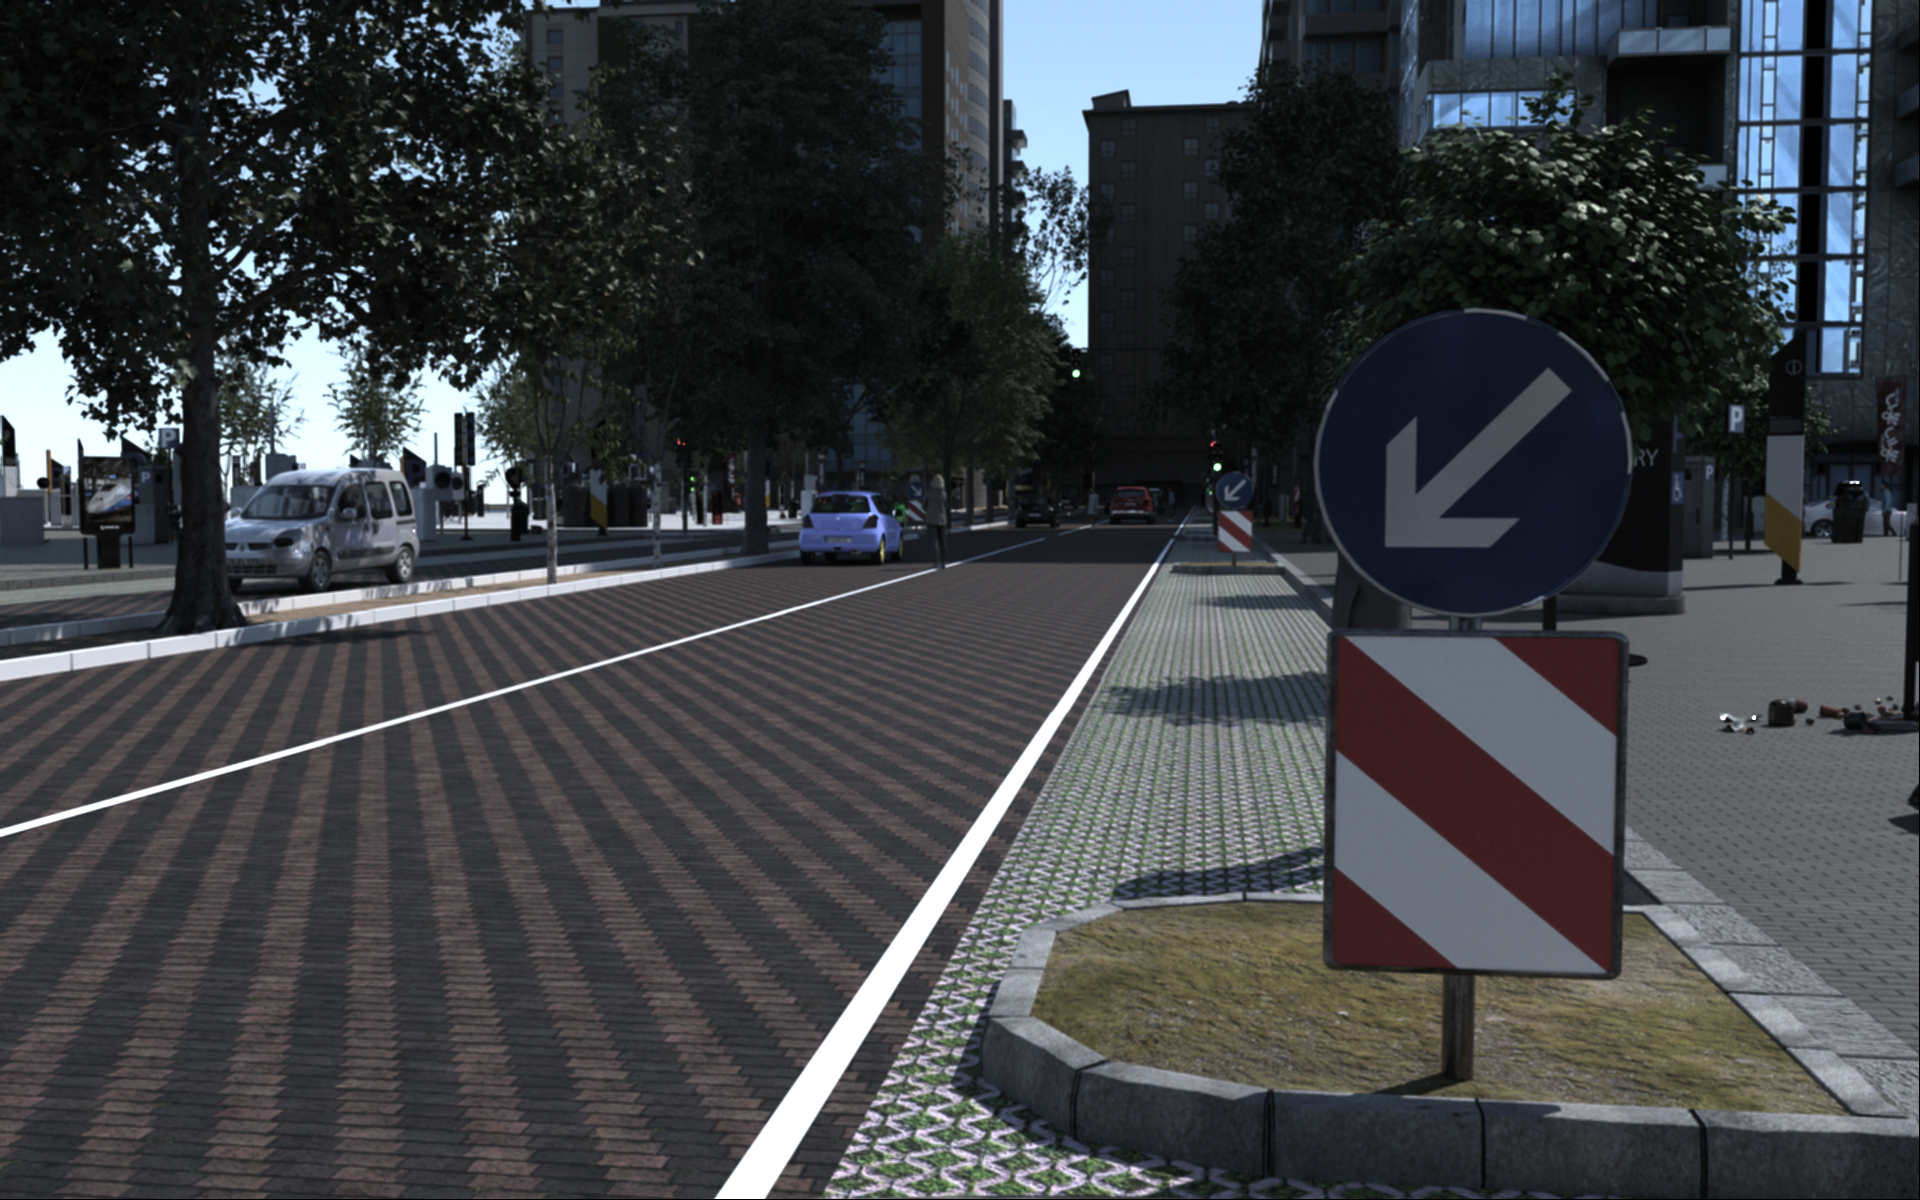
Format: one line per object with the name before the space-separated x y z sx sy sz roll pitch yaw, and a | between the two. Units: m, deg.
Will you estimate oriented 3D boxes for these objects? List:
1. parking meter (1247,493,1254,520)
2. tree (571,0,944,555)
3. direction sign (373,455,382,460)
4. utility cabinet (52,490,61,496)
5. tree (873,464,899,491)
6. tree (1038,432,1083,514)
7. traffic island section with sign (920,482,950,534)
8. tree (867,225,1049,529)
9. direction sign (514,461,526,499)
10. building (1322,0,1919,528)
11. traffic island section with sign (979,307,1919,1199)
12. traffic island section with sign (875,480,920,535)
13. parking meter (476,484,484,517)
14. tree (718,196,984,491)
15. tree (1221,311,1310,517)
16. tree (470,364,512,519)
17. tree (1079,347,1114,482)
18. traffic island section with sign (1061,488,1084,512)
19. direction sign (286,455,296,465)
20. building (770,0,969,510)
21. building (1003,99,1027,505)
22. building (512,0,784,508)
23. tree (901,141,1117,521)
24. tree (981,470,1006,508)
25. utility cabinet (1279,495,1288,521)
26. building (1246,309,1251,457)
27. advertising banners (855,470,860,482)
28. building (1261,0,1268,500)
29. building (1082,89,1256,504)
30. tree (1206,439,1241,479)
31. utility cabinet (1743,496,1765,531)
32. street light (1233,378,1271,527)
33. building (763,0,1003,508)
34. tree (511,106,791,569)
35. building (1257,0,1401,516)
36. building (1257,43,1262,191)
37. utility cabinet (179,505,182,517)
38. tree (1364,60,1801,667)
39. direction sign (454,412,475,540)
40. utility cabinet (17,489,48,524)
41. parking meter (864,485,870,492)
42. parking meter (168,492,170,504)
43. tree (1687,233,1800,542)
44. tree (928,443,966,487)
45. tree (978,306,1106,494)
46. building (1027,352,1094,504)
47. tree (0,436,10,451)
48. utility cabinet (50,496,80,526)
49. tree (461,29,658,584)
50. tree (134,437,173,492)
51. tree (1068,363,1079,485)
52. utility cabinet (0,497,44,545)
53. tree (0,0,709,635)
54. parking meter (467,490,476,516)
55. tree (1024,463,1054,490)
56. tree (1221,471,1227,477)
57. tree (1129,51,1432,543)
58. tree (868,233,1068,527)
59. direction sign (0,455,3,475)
parking meter | 14.278 -4.857 85.123 0.255 1.863 0.399 0 4 -5
tree | -4.818 -8.025 40.324 9.857 13.997 8.962 0 3 0
direction sign | -33.446 -6.573 99.472 0.379 3.537 0.876 2 4 32
utility cabinet | -45.009 -4.741 86.199 1.173 1.500 0.318 2 4 29
tree | -4.698 -6.942 108.106 1.663 3.219 1.824 0 3 0
tree | 7.253 -10.491 124.350 4.737 8.622 4.395 0 3 0
traffic island section with sign | -1.470 -3.328 62.551 2.006 1.907 1.989 0 4 8
tree | -0.428 -8.433 66.092 9.928 11.665 9.643 0 3 0
direction sign | -29.954 -7.708 118.021 0.876 3.537 0.379 0 4 5
building | 30.433 -46.294 69.581 31.000 86.520 22.319 0 4 8
traffic island section with sign | 1.094 0.253 4.493 1.989 1.847 2.006 0 4 8
traffic island section with sign | -2.507 -2.880 55.217 2.006 1.907 1.989 0 4 8
parking meter | -27.042 -5.620 97.594 0.399 1.863 0.255 -1 4 -14
tree | -3.357 -6.957 50.624 8.767 10.594 7.601 0 4 8
tree | 16.281 -10.411 95.973 9.928 11.665 9.643 0 3 0
tree | -23.592 -8.549 90.136 4.360 8.622 3.978 0 3 0
tree | 6.574 -12.078 118.065 7.486 12.596 7.792 0 3 0
traffic island section with sign | 8.939 -7.880 136.968 2.006 1.907 1.989 0 4 8
direction sign | -38.876 -6.636 100.497 0.379 3.537 0.876 2 4 35
building | -7.073 -30.349 146.310 14.600 45.320 14.200 0 4 8
building | -7.835 -35.610 201.832 30.456 49.044 23.786 0 4 8
building | -37.418 -40.667 206.897 28.212 58.520 21.231 0 4 8
tree | 1.673 -14.370 93.295 12.611 20.169 13.585 0 3 0
tree | 3.613 -10.735 159.232 4.285 4.588 4.351 0 3 0
utility cabinet | 15.431 -4.366 82.544 0.306 1.237 1.020 1 4 19
building | 40.202 -26.223 200.440 14.160 30.474 14.107 0 4 8
advertising banners | -8.069 -7.904 125.417 2.074 3.025 0.090 1 4 17
building | 31.722 -28.067 142.484 14.154 41.232 14.086 0 4 8
building | 31.057 -39.386 233.198 27.495 52.752 28.713 0 4 8
tree | 30.777 -15.367 201.615 4.360 8.622 3.978 0 3 0
utility cabinet | 27.459 -2.973 59.771 1.020 1.237 0.306 -3 4 -36
street light | 11.438 -5.811 67.556 1.470 5.913 1.316 0 4 8
building | -7.855 -38.250 167.389 21.231 58.520 28.212 0 4 8
tree | -5.763 -4.907 33.041 4.360 8.622 3.978 0 3 0
building | 31.245 -30.182 113.080 23.786 49.044 30.456 0 4 8
building | 39.092 -31.133 163.647 22.147 44.769 28.867 0 4 8
utility cabinet | -43.427 -5.282 97.524 1.020 1.237 0.306 -3 5 -41
tree | 4.558 -1.815 13.388 4.285 4.588 4.351 0 3 0
direction sign | -13.742 -3.432 48.112 0.876 3.537 0.379 3 4 38
utility cabinet | -38.764 -3.890 72.273 1.173 1.500 0.318 -1 4 -22
parking meter | -6.193 -6.703 115.297 0.399 1.863 0.255 -2 4 -27
parking meter | -53.088 -6.746 116.007 0.399 1.863 0.255 3 5 42
tree | 20.602 -5.895 46.746 4.737 8.622 4.395 0 3 0
tree | -0.879 -11.313 135.328 4.360 8.622 3.978 0 3 0
tree | 4.573 -11.312 104.417 9.611 12.733 9.660 0 3 0
building | 3.128 -24.035 238.018 28.899 21.520 27.650 0 4 8
tree | -15.995 -1.973 26.861 1.663 3.219 1.824 0 3 0
utility cabinet | -35.556 -3.527 68.831 1.020 1.237 0.306 -1 4 -18
tree | -6.435 -4.529 26.869 4.737 8.622 4.395 0 3 0
tree | -24.035 -3.528 52.279 1.663 3.219 1.824 0 3 0
tree | 1.351 -9.893 82.336 7.486 12.596 7.792 0 3 0
utility cabinet | -23.841 -2.005 43.947 0.306 1.237 1.020 3 5 40
tree | -7.842 -6.010 17.735 9.611 12.733 9.660 0 3 0
parking meter | -32.095 -6.468 114.155 0.372 1.533 0.369 0 3 0
tree | 9.251 -15.237 199.493 4.360 8.622 3.978 0 3 0
tree | 6.478 -2.471 24.109 4.285 4.588 4.351 0 3 0
tree | 9.241 -7.844 45.256 9.611 12.733 9.660 0 3 0
tree | 0.365 -9.434 74.829 7.486 12.596 7.792 0 3 0
direction sign | -55.586 -6.646 100.660 0.876 3.537 0.379 -1 4 -17
